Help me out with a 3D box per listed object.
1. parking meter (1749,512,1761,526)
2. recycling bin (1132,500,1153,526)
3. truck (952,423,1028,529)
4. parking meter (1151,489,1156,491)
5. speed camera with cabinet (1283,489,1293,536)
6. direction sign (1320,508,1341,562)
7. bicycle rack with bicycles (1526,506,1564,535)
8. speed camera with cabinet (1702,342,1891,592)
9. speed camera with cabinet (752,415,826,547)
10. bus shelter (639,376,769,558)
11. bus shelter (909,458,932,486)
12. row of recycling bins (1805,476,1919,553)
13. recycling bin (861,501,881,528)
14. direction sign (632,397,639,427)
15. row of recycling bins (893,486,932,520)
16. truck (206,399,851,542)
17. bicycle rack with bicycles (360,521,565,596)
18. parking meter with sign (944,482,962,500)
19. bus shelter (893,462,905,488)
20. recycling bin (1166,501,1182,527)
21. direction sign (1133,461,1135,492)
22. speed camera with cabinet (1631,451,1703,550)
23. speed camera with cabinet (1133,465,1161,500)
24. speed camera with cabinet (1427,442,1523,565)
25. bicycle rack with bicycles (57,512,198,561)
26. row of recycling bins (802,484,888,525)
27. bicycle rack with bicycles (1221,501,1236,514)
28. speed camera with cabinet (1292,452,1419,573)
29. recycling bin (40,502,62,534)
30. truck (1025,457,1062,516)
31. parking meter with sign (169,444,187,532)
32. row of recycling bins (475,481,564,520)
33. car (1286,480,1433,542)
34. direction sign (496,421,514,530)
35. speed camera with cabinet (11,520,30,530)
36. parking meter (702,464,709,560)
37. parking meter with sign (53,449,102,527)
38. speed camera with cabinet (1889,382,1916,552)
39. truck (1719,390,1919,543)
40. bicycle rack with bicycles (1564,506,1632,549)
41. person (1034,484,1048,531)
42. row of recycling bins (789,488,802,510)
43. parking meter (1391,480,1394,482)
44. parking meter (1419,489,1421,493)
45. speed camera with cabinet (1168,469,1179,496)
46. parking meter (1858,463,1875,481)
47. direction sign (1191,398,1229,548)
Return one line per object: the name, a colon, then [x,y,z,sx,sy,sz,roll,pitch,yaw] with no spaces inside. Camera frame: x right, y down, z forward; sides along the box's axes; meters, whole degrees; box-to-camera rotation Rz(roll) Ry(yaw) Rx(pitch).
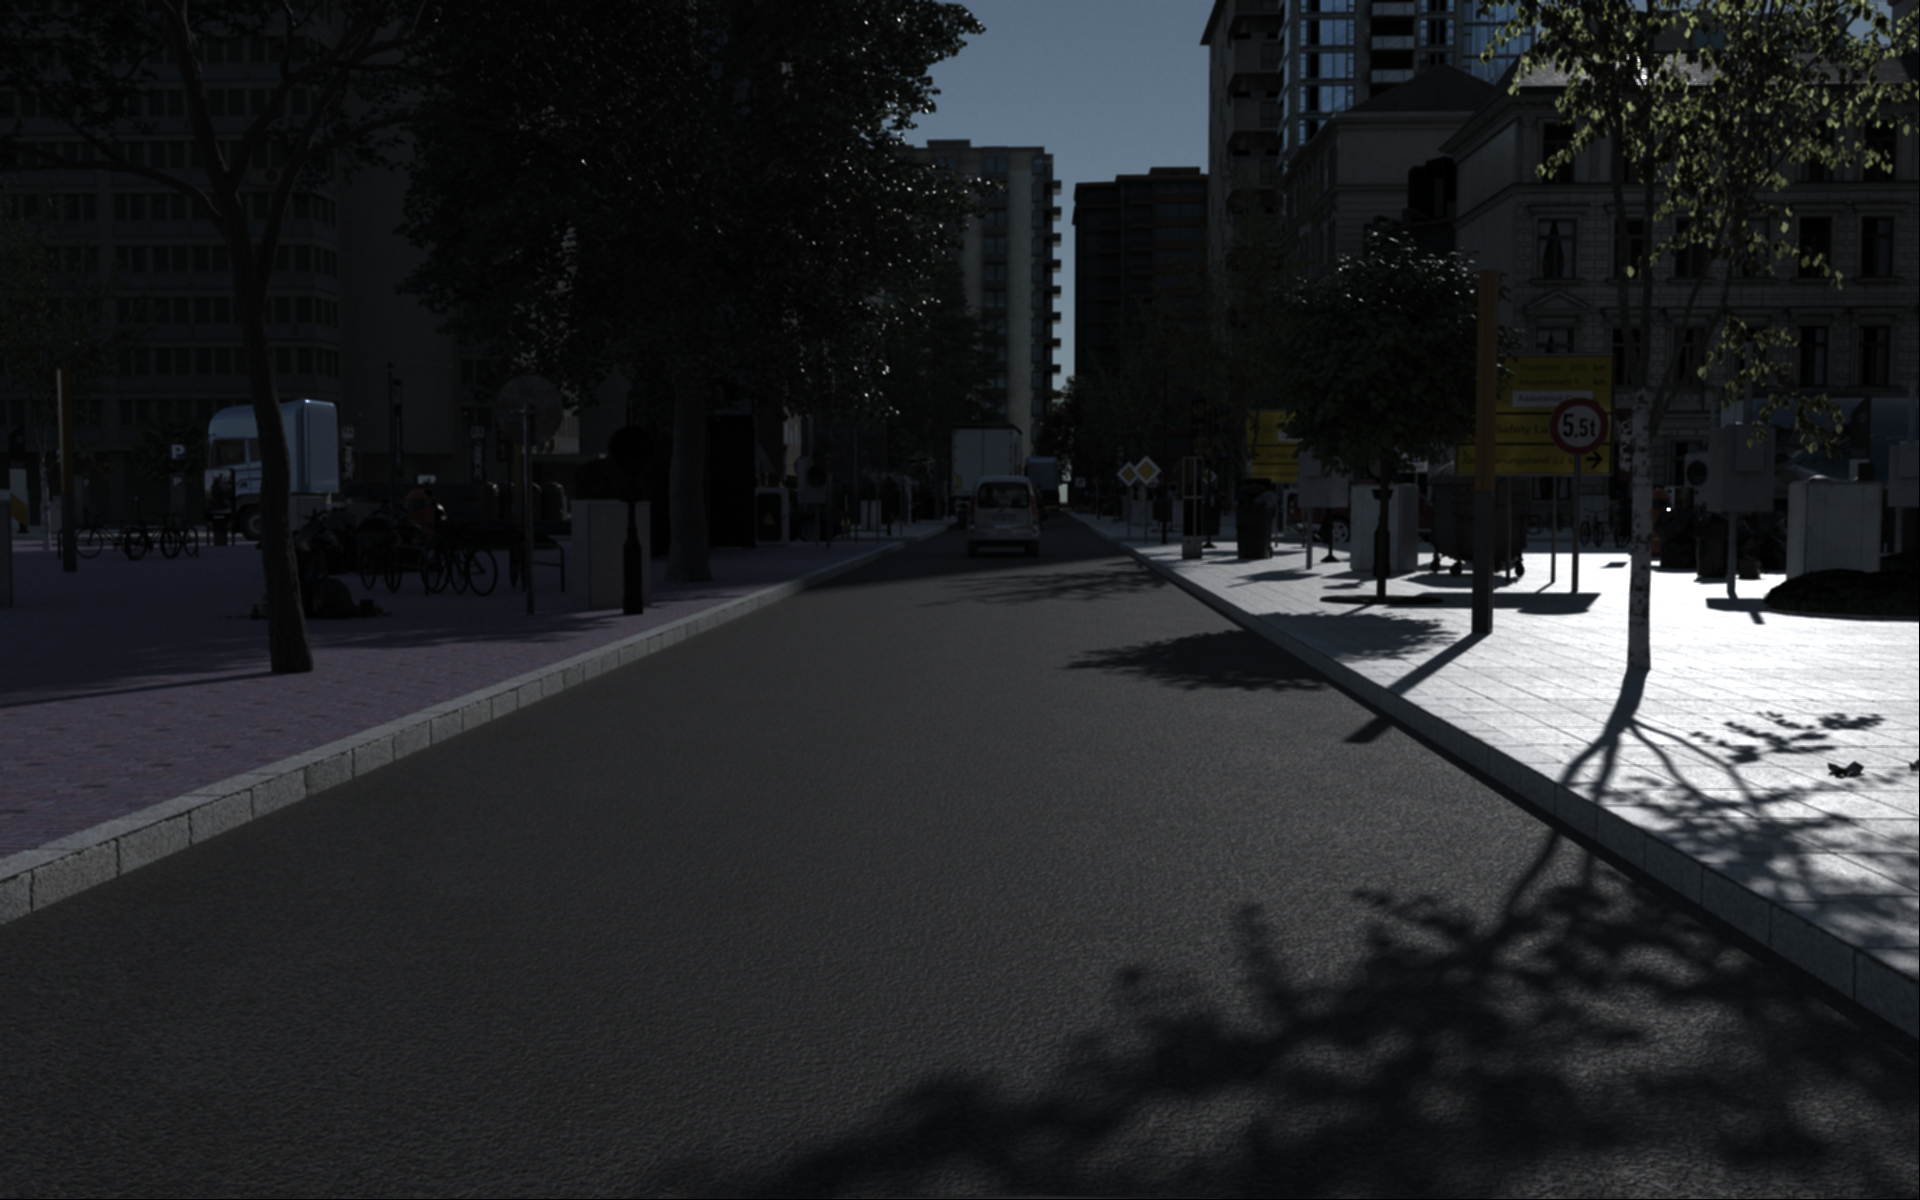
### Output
parking meter: [19.030,-2.012,41.300,0.372,1.533,0.369,0,3,0]
recycling bin: [7.424,-3.544,70.492,0.722,1.027,0.722,1,4,18]
truck: [1.328,-5.217,74.219,2.839,4.237,11.283,0,4,4]
parking meter: [12.901,-6.706,115.360,0.399,1.863,0.255,0,4,-5]
speed camera with cabinet: [10.947,-3.585,52.947,2.038,3.252,0.660,1,4,20]
direction sign: [6.987,-2.481,32.564,0.876,3.537,0.379,-3,5,-45]
bicycle rack with bicycles: [17.396,-2.578,55.527,2.852,0.926,2.925,-3,5,-43]
speed camera with cabinet: [10.963,-1.739,22.766,2.038,3.252,0.660,0,4,3]
speed camera with cabinet: [-4.255,-2.955,42.657,2.038,3.252,0.660,-2,4,-24]
bus shelter: [-5.442,-2.838,37.676,1.731,3.624,6.357,0,4,2]
bus shelter: [-2.911,-7.554,114.784,1.731,3.624,6.357,0,4,3]
row of recycling bins: [20.206,-1.880,37.846,3.534,1.692,1.069,3,5,43]
recycling bin: [-3.398,-3.264,65.923,0.722,1.027,0.722,0,4,-8]
direction sign: [-6.772,-2.822,38.136,0.876,3.537,0.379,0,4,2]
row of recycling bins: [-3.075,-4.943,87.923,3.534,1.692,1.069,1,4,19]
truck: [-12.594,-3.652,49.462,18.799,4.110,2.967,0,4,3]
bicycle rack with bicycles: [-6.453,-0.575,22.787,2.852,0.926,2.925,-2,4,-30]
parking meter with sign: [-0.681,-7.017,110.989,1.738,3.016,0.543,1,4,13]
bus shelter: [-4.263,-6.424,96.314,1.731,3.624,6.357,0,4,3]
recycling bin: [8.296,-3.327,66.955,0.722,1.027,0.722,0,4,-7]
direction sign: [10.749,-7.015,106.684,0.379,3.537,0.876,1,4,17]
speed camera with cabinet: [15.729,-2.665,37.903,0.660,3.252,2.038,-2,4,-28]
speed camera with cabinet: [12.581,-7.471,116.483,2.038,3.252,0.660,1,4,23]
speed camera with cabinet: [9.533,-2.307,32.062,0.660,3.252,2.038,-2,4,-24]
bicycle rack with bicycles: [-16.459,-1.308,34.768,2.852,0.926,2.925,1,4,20]
row of recycling bins: [-4.758,-4.043,73.213,3.534,1.692,1.069,0,4,2]
bicycle rack with bicycles: [17.900,-5.789,108.031,2.852,0.926,2.925,-1,4,-19]
speed camera with cabinet: [6.674,-2.122,29.037,0.660,3.252,2.038,-3,5,-43]
recycling bin: [-29.499,-2.683,56.419,0.722,1.027,0.722,-1,4,-20]
truck: [5.599,-7.903,118.979,2.967,4.110,18.799,0,4,3]
parking meter with sign: [-26.890,-3.868,59.505,0.543,3.016,1.738,-1,4,-21]
row of recycling bins: [-14.709,-3.086,57.573,1.069,1.692,3.534,3,4,37]
car: [11.660,-2.380,47.590,5.304,1.827,2.281,0,4,0]
direction sign: [-10.959,-3.066,42.126,0.876,3.537,0.379,2,4,34]
speed camera with cabinet: [-34.043,-4.083,61.087,2.038,3.252,0.660,-1,4,-22]
parking meter: [-5.126,-1.720,33.829,0.399,1.863,0.255,2,4,29]
parking meter with sign: [-33.991,-4.316,66.819,1.738,3.016,0.543,1,4,13]
speed camera with cabinet: [17.505,-2.211,30.481,2.038,3.252,0.660,2,4,29]
truck: [27.022,-3.590,47.608,11.283,4.237,2.839,0,4,4]
bicycle rack with bicycles: [16.272,-1.710,41.335,2.852,0.926,2.925,0,4,8]
person: [3.022,-3.640,67.986,0.822,1.834,0.622,0,4,5]
row of recycling bins: [-11.167,-6.970,121.075,3.534,1.692,1.069,0,4,8]
parking meter: [15.135,-3.395,61.220,0.399,1.863,0.255,2,4,34]
parking meter: [19.738,-4.064,74.857,0.372,1.533,0.369,0,3,0]
speed camera with cabinet: [14.392,-7.770,121.370,2.038,3.252,0.660,2,4,28]
parking meter: [17.005,-1.641,32.537,0.255,1.863,0.399,2,4,33]
direction sign: [5.907,-2.997,40.992,0.876,3.537,0.379,0,4,7]
